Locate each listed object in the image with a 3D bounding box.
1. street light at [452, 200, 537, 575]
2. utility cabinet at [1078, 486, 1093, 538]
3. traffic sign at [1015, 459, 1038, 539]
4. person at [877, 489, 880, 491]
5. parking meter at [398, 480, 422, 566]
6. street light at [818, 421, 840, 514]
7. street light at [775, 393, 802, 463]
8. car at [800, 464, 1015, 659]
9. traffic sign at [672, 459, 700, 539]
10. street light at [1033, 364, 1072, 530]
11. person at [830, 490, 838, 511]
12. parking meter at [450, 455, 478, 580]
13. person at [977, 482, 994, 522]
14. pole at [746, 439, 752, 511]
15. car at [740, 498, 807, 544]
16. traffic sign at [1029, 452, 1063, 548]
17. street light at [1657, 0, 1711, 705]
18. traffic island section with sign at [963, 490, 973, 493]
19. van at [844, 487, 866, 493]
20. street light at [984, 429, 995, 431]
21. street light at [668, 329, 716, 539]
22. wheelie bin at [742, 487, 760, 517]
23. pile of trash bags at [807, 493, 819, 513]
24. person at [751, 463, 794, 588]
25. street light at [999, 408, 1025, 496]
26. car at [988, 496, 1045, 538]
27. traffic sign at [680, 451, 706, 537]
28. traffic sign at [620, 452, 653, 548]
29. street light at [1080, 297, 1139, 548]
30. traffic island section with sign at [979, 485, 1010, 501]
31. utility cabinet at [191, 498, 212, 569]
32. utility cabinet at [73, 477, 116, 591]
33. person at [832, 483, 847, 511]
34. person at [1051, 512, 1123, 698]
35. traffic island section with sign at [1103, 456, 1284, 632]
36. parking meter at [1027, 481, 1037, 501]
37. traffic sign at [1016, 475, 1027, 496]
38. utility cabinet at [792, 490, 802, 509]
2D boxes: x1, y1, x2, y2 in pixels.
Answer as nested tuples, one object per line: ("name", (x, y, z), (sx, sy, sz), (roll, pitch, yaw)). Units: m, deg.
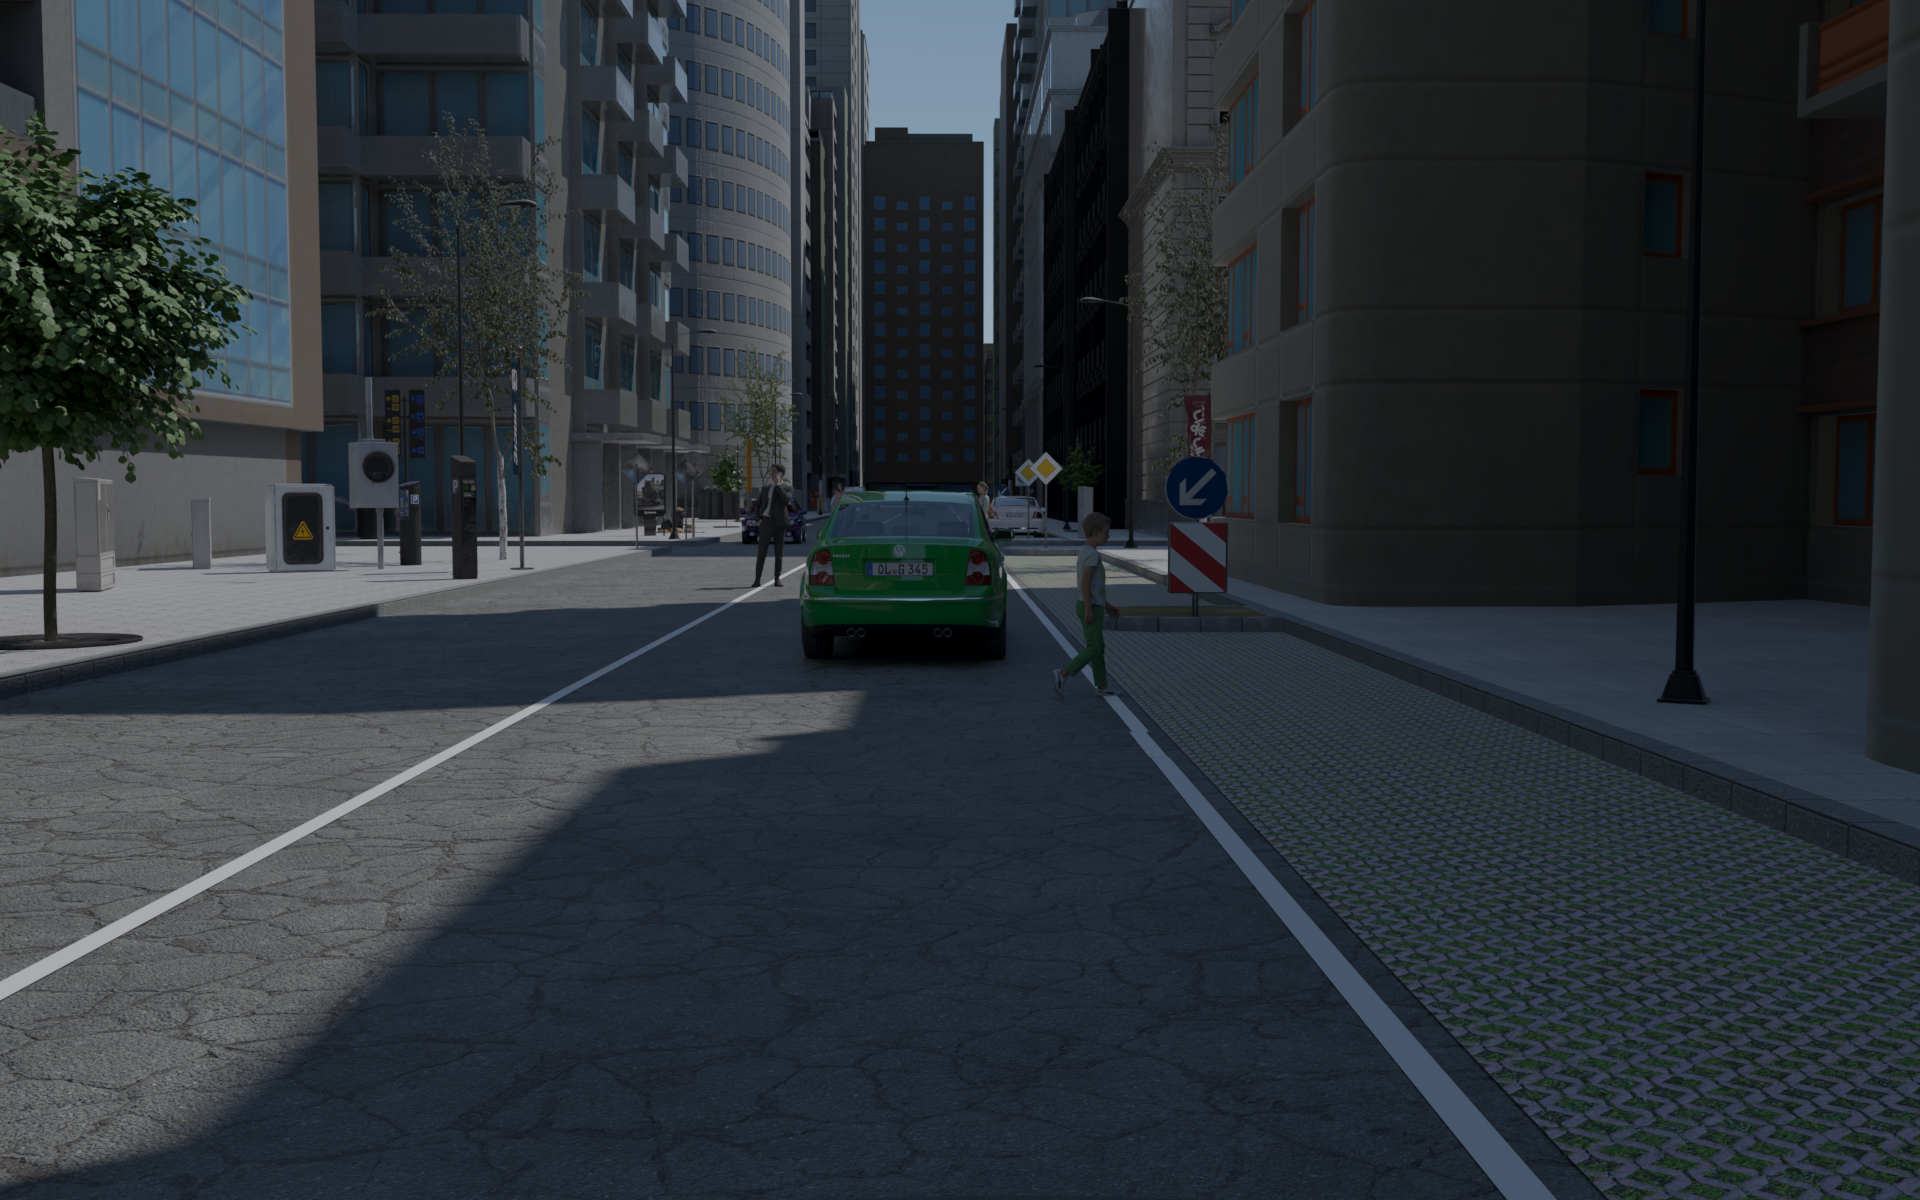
("street light", (-7.379, -3.361, 27.487), (1.470, 5.913, 1.316), (0, 4, -1))
("utility cabinet", (3.671, -2.560, 50.536), (0.318, 1.500, 1.173), (0, 4, -3))
("traffic sign", (1.939, -2.780, 49.093), (0.795, 2.450, 0.064), (0, 4, -1))
("person", (-6.083, -7.373, 129.146), (1.348, 1.812, 0.705), (0, 4, 1))
("parking meter", (-9.908, -1.394, 31.207), (0.372, 1.533, 0.369), (0, 3, 0))
("street light", (-8.390, -8.456, 110.794), (1.470, 5.913, 1.316), (0, 4, -1))
("street light", (-7.945, -6.552, 79.672), (1.470, 5.913, 1.316), (0, 4, -1))
("car", (-0.451, -0.467, 16.433), (1.959, 1.807, 4.718), (0, 4, 1))
("traffic sign", (-7.754, -2.774, 48.994), (0.795, 2.450, 0.064), (0, 4, -1))
("street light", (3.305, -5.478, 62.113), (1.470, 5.913, 1.316), (0, 4, -1))
("person", (-4.717, -3.386, 65.672), (0.330, 1.601, 0.589), (1, 4, 23))
("parking meter", (-7.473, -1.248, 26.113), (0.255, 1.863, 0.399), (-3, 5, -42))
("person", (0.500, -1.778, 38.571), (0.522, 1.701, 0.512), (-1, 4, -21))
("pole", (-7.795, -4.290, 63.987), (0.158, 3.312, 0.155), (0, 3, 0))
("car", (-5.444, -2.343, 50.891), (1.945, 1.354, 3.894), (0, 4, -2))
("traffic sign", (2.038, -2.292, 41.108), (0.795, 2.450, 0.064), (0, 4, -1))
("street light", (3.933, -2.323, 10.529), (1.470, 5.913, 1.316), (0, 4, -1))
("traffic island section with sign", (1.322, -5.667, 101.283), (1.989, 1.847, 2.006), (0, 4, -1))
("van", (-6.079, -5.618, 98.861), (2.013, 2.044, 4.112), (0, 4, 0))
("street light", (2.405, -9.239, 123.604), (1.470, 5.913, 1.316), (0, 4, -1))
("street light", (-7.559, -4.672, 48.932), (1.470, 5.913, 1.316), (0, 4, -1))
("wheelie bin", (-9.775, -4.484, 81.229), (0.980, 1.594, 0.693), (-2, 4, -30))
("pile of trash bags", (-11.099, -6.742, 119.990), (3.447, 1.369, 1.912), (3, 4, 36))
("person", (-2.884, -1.152, 26.703), (0.648, 1.900, 0.474), (0, 4, 1))
("street light", (2.908, -7.371, 93.055), (1.470, 5.913, 1.316), (0, 4, -1))
("car", (1.670, -2.526, 53.661), (2.083, 1.381, 4.827), (0, 4, 1))
("traffic sign", (-7.889, -3.123, 51.167), (0.768, 2.556, 0.104), (0, 4, 6))
("traffic sign", (-7.656, -2.285, 41.009), (0.795, 2.450, 0.064), (0, 4, -1))
("street light", (3.534, -4.192, 41.077), (1.470, 5.913, 1.316), (0, 4, -1))
("traffic island section with sign", (1.673, -4.006, 74.133), (1.989, 1.847, 2.006), (0, 4, -1))
("utility cabinet", (-13.119, -1.149, 29.943), (0.306, 1.237, 1.020), (-1, 4, -22))
("utility cabinet", (-11.548, -0.885, 23.148), (0.318, 1.500, 1.173), (-1, 4, -18))
("person", (-4.287, -3.265, 61.888), (0.555, 1.821, 0.388), (0, 4, 4))
("person", (0.890, 0.037, 12.151), (0.590, 1.304, 0.306), (-2, 4, -25))
("traffic island section with sign", (2.349, -0.621, 18.789), (1.989, 1.847, 2.006), (0, 4, -1))
("parking meter", (3.141, -4.292, 75.883), (0.399, 1.863, 0.255), (1, 4, 16))
("traffic sign", (3.220, -5.442, 91.114), (0.606, 2.300, 0.079), (0, 4, 4))
("utility cabinet", (-8.330, -4.792, 87.024), (0.318, 1.500, 1.173), (1, 4, 22))
